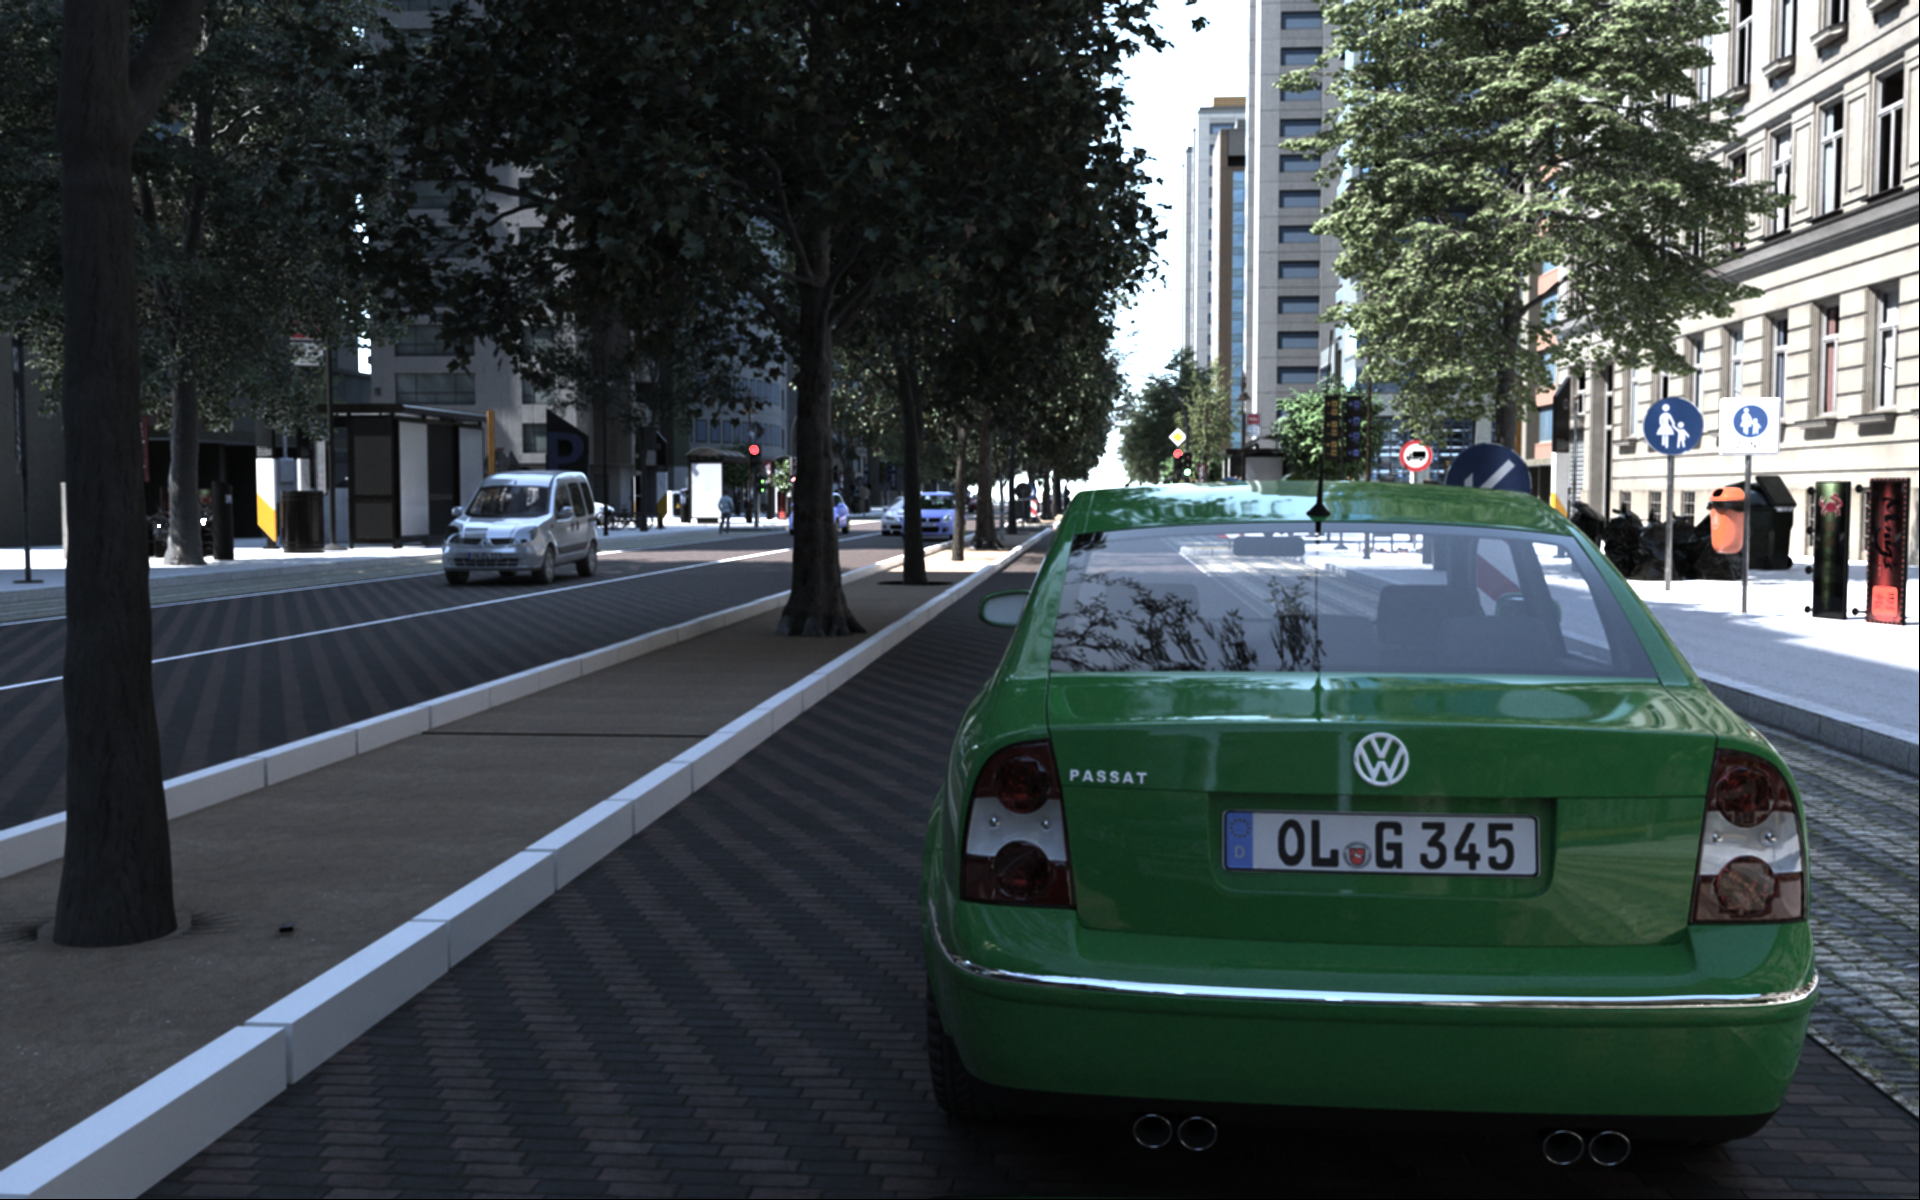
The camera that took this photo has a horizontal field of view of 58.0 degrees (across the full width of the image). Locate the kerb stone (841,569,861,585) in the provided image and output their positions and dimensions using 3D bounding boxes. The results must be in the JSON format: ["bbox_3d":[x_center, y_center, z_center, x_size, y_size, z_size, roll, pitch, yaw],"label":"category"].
[{"bbox_3d":[-1.795,-0.379,28.386,0.120,0.150,1.000,0,4,5],"label":"kerb stone"}]

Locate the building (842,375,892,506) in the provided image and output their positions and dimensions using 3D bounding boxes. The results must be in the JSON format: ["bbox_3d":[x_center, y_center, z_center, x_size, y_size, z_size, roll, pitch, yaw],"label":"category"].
[{"bbox_3d":[-22.642,-20.507,180.331,27.650,21.520,28.899,0,4,5],"label":"building"}]

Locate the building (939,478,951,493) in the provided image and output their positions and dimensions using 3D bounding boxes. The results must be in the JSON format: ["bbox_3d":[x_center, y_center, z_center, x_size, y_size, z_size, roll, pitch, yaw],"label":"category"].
[{"bbox_3d":[-11.972,-50.621,265.896,20.563,71.187,20.611,0,4,5],"label":"building"}]

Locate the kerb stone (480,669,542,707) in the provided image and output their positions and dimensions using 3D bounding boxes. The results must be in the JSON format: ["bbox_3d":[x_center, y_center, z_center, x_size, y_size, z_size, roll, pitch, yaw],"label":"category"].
[{"bbox_3d":[-3.141,0.623,12.015,0.120,0.150,1.000,0,4,5],"label":"kerb stone"}]

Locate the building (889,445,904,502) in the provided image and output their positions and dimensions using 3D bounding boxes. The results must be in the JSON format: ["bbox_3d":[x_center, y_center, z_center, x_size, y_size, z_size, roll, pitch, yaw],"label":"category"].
[{"bbox_3d":[-13.983,-31.622,200.608,14.154,41.232,14.086,0,4,5],"label":"building"}]

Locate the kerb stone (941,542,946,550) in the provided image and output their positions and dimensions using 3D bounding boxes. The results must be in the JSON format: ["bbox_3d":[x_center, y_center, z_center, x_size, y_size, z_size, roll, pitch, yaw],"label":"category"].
[{"bbox_3d":[-0.532,-1.312,43.717,0.120,0.150,1.000,0,4,5],"label":"kerb stone"}]

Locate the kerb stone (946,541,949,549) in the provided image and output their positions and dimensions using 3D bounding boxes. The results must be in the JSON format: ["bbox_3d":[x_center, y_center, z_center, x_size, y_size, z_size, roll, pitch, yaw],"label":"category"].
[{"bbox_3d":[-0.450,-1.379,44.739,0.120,0.150,1.000,0,4,5],"label":"kerb stone"}]

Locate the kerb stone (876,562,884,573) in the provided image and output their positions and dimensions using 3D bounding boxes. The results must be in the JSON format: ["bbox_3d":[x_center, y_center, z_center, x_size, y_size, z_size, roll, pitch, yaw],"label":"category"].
[{"bbox_3d":[-1.552,-0.566,31.451,0.120,0.150,1.000,0,4,5],"label":"kerb stone"}]

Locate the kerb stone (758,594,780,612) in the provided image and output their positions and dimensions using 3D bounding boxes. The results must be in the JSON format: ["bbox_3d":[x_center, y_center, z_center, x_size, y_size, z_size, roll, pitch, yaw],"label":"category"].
[{"bbox_3d":[-2.390,0.061,21.207,0.120,0.150,1.000,0,4,5],"label":"kerb stone"}]

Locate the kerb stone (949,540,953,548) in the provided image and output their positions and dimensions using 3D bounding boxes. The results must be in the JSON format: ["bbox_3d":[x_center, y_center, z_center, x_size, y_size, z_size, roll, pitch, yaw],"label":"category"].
[{"bbox_3d":[-0.360,-1.441,45.757,0.120,0.150,1.000,0,4,5],"label":"kerb stone"}]

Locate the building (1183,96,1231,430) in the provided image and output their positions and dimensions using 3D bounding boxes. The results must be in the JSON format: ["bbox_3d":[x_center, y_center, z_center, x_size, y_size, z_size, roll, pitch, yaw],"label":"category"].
[{"bbox_3d":[45.659,-44.080,262.707,21.231,58.520,28.212,0,4,5],"label":"building"}]

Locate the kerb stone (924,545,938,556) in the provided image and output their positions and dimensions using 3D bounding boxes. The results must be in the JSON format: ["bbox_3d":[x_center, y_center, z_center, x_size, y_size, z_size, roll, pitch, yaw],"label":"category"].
[{"bbox_3d":[-0.704,-1.191,41.676,0.120,0.150,1.000,0,4,5],"label":"kerb stone"}]

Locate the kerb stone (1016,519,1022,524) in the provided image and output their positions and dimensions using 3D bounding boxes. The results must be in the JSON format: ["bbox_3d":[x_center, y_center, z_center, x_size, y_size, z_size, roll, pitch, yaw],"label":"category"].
[{"bbox_3d":[3.043,-3.971,87.123,0.120,0.150,1.000,0,4,5],"label":"kerb stone"}]

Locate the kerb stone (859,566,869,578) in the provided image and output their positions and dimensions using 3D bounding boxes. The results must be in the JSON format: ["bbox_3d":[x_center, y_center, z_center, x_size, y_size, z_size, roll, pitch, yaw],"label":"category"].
[{"bbox_3d":[-1.714,-0.441,29.408,0.120,0.150,1.000,0,4,5],"label":"kerb stone"}]

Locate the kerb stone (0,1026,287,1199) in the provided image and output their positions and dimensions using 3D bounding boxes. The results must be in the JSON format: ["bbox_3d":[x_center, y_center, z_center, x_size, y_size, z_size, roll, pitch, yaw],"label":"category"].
[{"bbox_3d":[-1.724,1.133,3.677,0.120,0.150,1.000,0,4,5],"label":"kerb stone"}]

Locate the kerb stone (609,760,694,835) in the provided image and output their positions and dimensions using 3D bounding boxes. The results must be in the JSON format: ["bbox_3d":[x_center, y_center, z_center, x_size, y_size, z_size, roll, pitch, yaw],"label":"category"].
[{"bbox_3d":[-1.384,0.882,7.776,0.120,0.150,1.000,0,4,5],"label":"kerb stone"}]

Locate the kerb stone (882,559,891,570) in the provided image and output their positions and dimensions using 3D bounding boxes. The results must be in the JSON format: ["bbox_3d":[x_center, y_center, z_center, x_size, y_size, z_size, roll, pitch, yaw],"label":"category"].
[{"bbox_3d":[-1.458,-0.629,32.472,0.120,0.150,1.000,0,4,5],"label":"kerb stone"}]

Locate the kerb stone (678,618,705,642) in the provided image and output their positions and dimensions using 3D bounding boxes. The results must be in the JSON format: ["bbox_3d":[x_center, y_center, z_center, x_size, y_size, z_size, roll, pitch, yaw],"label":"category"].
[{"bbox_3d":[-2.720,0.316,17.114,0.120,0.150,1.000,0,4,5],"label":"kerb stone"}]

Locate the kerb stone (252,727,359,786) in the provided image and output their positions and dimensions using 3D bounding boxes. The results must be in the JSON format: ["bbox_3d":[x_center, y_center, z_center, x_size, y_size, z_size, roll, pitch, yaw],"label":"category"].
[{"bbox_3d":[-3.392,0.811,8.941,0.120,0.150,1.000,0,4,5],"label":"kerb stone"}]

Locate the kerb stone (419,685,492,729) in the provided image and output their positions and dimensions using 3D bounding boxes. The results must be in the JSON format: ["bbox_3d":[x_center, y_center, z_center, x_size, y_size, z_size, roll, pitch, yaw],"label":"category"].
[{"bbox_3d":[-3.221,0.685,10.996,0.120,0.150,1.000,0,4,5],"label":"kerb stone"}]

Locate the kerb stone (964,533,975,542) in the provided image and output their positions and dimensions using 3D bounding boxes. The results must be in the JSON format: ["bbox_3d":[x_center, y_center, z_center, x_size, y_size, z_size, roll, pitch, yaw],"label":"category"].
[{"bbox_3d":[0.303,-1.937,53.929,0.120,0.150,1.000,0,4,5],"label":"kerb stone"}]

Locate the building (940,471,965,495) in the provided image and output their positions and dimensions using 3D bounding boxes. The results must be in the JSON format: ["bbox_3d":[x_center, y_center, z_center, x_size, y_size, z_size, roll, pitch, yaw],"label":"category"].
[{"bbox_3d":[-13.315,-27.356,292.315,27.650,21.520,28.899,0,4,5],"label":"building"}]

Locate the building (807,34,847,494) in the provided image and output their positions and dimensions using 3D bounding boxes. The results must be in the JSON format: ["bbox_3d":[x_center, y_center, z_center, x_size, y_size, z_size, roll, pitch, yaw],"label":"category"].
[{"bbox_3d":[-18.287,-31.043,157.665,14.600,45.320,14.200,0,4,5],"label":"building"}]

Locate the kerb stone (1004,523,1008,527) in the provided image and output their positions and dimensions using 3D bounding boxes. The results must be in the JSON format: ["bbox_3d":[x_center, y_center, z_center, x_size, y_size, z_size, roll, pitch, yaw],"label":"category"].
[{"bbox_3d":[2.125,-3.279,75.896,0.120,0.150,1.000,0,4,5],"label":"kerb stone"}]

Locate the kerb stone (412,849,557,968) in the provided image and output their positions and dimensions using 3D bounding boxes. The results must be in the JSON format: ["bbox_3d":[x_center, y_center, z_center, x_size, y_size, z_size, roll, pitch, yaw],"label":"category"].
[{"bbox_3d":[-1.558,1.010,5.730,0.120,0.150,1.000,0,4,5],"label":"kerb stone"}]

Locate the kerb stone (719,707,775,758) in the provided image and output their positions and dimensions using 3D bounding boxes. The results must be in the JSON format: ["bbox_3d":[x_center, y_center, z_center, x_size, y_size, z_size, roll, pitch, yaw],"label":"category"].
[{"bbox_3d":[-1.219,0.757,9.823,0.120,0.150,1.000,0,4,5],"label":"kerb stone"}]

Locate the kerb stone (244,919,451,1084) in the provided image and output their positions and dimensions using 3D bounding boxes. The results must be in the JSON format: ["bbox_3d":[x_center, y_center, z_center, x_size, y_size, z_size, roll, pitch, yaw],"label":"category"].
[{"bbox_3d":[-1.637,1.070,4.703,0.120,0.150,1.000,0,4,5],"label":"kerb stone"}]

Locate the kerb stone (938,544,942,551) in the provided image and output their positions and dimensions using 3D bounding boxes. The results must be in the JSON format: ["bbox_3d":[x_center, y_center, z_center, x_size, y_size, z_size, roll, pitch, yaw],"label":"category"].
[{"bbox_3d":[-0.617,-1.245,42.695,0.120,0.150,1.000,0,4,5],"label":"kerb stone"}]

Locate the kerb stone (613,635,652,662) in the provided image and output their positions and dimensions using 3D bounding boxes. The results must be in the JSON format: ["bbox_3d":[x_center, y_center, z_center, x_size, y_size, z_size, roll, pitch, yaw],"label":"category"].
[{"bbox_3d":[-2.893,0.441,15.075,0.120,0.150,1.000,0,4,5],"label":"kerb stone"}]

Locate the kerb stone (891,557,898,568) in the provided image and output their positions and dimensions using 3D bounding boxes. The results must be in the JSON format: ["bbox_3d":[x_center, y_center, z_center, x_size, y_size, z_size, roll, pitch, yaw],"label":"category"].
[{"bbox_3d":[-1.371,-0.687,33.495,0.120,0.150,1.000,0,4,5],"label":"kerb stone"}]

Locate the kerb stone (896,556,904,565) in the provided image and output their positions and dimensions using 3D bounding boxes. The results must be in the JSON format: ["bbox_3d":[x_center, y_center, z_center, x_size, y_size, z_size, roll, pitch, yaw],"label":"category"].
[{"bbox_3d":[-1.288,-0.754,34.520,0.120,0.150,1.000,0,4,5],"label":"kerb stone"}]

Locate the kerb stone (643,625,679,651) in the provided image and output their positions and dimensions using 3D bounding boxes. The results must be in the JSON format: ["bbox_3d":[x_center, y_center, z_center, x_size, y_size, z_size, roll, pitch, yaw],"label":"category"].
[{"bbox_3d":[-2.812,0.373,16.095,0.120,0.150,1.000,0,4,5],"label":"kerb stone"}]

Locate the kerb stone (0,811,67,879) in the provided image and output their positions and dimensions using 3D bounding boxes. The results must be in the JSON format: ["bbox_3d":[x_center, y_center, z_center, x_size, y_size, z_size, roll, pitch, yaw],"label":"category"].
[{"bbox_3d":[-3.568,0.935,6.903,0.120,0.150,1.000,0,4,5],"label":"kerb stone"}]

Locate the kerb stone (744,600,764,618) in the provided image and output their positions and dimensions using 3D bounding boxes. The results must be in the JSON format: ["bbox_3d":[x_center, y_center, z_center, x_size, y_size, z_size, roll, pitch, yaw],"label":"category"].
[{"bbox_3d":[-2.471,0.130,20.189,0.120,0.150,1.000,0,4,5],"label":"kerb stone"}]

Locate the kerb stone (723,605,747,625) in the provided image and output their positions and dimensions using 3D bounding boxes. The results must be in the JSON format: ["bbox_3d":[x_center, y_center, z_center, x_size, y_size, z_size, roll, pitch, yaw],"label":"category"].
[{"bbox_3d":[-2.548,0.185,19.169,0.120,0.150,1.000,0,4,5],"label":"kerb stone"}]

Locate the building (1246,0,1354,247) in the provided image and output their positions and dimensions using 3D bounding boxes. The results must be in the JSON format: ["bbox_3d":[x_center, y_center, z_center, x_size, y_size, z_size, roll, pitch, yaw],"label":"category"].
[{"bbox_3d":[37.210,-37.883,161.384,21.231,58.520,28.212,0,4,5],"label":"building"}]

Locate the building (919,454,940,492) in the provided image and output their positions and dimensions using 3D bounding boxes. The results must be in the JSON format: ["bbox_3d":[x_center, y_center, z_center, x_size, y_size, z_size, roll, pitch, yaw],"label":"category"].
[{"bbox_3d":[-10.602,-29.232,249.642,14.160,30.474,14.107,0,4,5],"label":"building"}]

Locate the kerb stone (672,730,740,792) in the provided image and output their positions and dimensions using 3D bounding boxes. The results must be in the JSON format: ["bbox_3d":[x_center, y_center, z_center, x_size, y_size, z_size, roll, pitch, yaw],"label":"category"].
[{"bbox_3d":[-1.297,0.819,8.804,0.120,0.150,1.000,0,4,5],"label":"kerb stone"}]

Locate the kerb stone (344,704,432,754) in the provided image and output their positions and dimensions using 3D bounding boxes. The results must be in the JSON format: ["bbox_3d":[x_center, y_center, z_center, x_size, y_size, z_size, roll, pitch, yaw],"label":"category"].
[{"bbox_3d":[-3.308,0.748,9.967,0.120,0.150,1.000,0,4,5],"label":"kerb stone"}]

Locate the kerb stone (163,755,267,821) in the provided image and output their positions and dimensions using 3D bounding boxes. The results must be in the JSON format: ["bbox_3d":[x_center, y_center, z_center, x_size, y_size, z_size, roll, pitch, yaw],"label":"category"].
[{"bbox_3d":[-3.481,0.873,7.921,0.120,0.150,1.000,0,4,5],"label":"kerb stone"}]

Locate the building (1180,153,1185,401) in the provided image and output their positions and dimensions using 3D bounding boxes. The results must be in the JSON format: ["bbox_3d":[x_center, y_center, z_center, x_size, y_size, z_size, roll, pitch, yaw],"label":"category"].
[{"bbox_3d":[47.624,-45.798,290.801,21.231,58.520,28.212,0,4,5],"label":"building"}]

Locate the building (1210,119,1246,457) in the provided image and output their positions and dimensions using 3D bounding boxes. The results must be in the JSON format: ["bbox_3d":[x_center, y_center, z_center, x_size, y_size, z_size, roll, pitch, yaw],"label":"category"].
[{"bbox_3d":[37.451,-34.077,207.271,14.600,45.320,14.200,0,4,5],"label":"building"}]

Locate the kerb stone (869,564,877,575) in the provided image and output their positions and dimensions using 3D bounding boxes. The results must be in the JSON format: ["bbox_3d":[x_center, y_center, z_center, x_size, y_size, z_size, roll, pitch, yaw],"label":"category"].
[{"bbox_3d":[-1.633,-0.503,30.432,0.120,0.150,1.000,0,4,5],"label":"kerb stone"}]

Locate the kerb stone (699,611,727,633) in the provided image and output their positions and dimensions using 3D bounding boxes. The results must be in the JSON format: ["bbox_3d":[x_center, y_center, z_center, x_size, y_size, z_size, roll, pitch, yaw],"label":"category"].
[{"bbox_3d":[-2.637,0.248,18.139,0.120,0.150,1.000,0,4,5],"label":"kerb stone"}]

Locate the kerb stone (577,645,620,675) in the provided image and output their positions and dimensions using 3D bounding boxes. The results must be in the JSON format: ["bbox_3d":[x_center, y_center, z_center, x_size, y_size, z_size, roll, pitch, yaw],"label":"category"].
[{"bbox_3d":[-2.975,0.504,14.056,0.120,0.150,1.000,0,4,5],"label":"kerb stone"}]

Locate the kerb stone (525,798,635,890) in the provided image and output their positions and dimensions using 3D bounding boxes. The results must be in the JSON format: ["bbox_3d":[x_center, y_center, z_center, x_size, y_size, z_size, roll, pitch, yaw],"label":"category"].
[{"bbox_3d":[-1.472,0.944,6.757,0.120,0.150,1.000,0,4,5],"label":"kerb stone"}]

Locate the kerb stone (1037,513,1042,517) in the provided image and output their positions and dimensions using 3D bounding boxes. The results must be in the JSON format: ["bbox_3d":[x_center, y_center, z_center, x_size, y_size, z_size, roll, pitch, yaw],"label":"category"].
[{"bbox_3d":[5.406,-5.722,115.753,0.120,0.150,1.000,0,4,5],"label":"kerb stone"}]

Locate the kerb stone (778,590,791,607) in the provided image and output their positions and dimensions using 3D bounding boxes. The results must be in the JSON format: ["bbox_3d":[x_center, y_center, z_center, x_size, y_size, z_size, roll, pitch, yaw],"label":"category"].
[{"bbox_3d":[-2.296,-0.001,22.226,0.120,0.150,1.000,0,4,5],"label":"kerb stone"}]

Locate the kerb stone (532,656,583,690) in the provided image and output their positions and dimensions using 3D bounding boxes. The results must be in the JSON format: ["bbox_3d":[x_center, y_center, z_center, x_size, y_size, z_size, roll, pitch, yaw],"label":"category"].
[{"bbox_3d":[-3.063,0.560,13.037,0.120,0.150,1.000,0,4,5],"label":"kerb stone"}]
